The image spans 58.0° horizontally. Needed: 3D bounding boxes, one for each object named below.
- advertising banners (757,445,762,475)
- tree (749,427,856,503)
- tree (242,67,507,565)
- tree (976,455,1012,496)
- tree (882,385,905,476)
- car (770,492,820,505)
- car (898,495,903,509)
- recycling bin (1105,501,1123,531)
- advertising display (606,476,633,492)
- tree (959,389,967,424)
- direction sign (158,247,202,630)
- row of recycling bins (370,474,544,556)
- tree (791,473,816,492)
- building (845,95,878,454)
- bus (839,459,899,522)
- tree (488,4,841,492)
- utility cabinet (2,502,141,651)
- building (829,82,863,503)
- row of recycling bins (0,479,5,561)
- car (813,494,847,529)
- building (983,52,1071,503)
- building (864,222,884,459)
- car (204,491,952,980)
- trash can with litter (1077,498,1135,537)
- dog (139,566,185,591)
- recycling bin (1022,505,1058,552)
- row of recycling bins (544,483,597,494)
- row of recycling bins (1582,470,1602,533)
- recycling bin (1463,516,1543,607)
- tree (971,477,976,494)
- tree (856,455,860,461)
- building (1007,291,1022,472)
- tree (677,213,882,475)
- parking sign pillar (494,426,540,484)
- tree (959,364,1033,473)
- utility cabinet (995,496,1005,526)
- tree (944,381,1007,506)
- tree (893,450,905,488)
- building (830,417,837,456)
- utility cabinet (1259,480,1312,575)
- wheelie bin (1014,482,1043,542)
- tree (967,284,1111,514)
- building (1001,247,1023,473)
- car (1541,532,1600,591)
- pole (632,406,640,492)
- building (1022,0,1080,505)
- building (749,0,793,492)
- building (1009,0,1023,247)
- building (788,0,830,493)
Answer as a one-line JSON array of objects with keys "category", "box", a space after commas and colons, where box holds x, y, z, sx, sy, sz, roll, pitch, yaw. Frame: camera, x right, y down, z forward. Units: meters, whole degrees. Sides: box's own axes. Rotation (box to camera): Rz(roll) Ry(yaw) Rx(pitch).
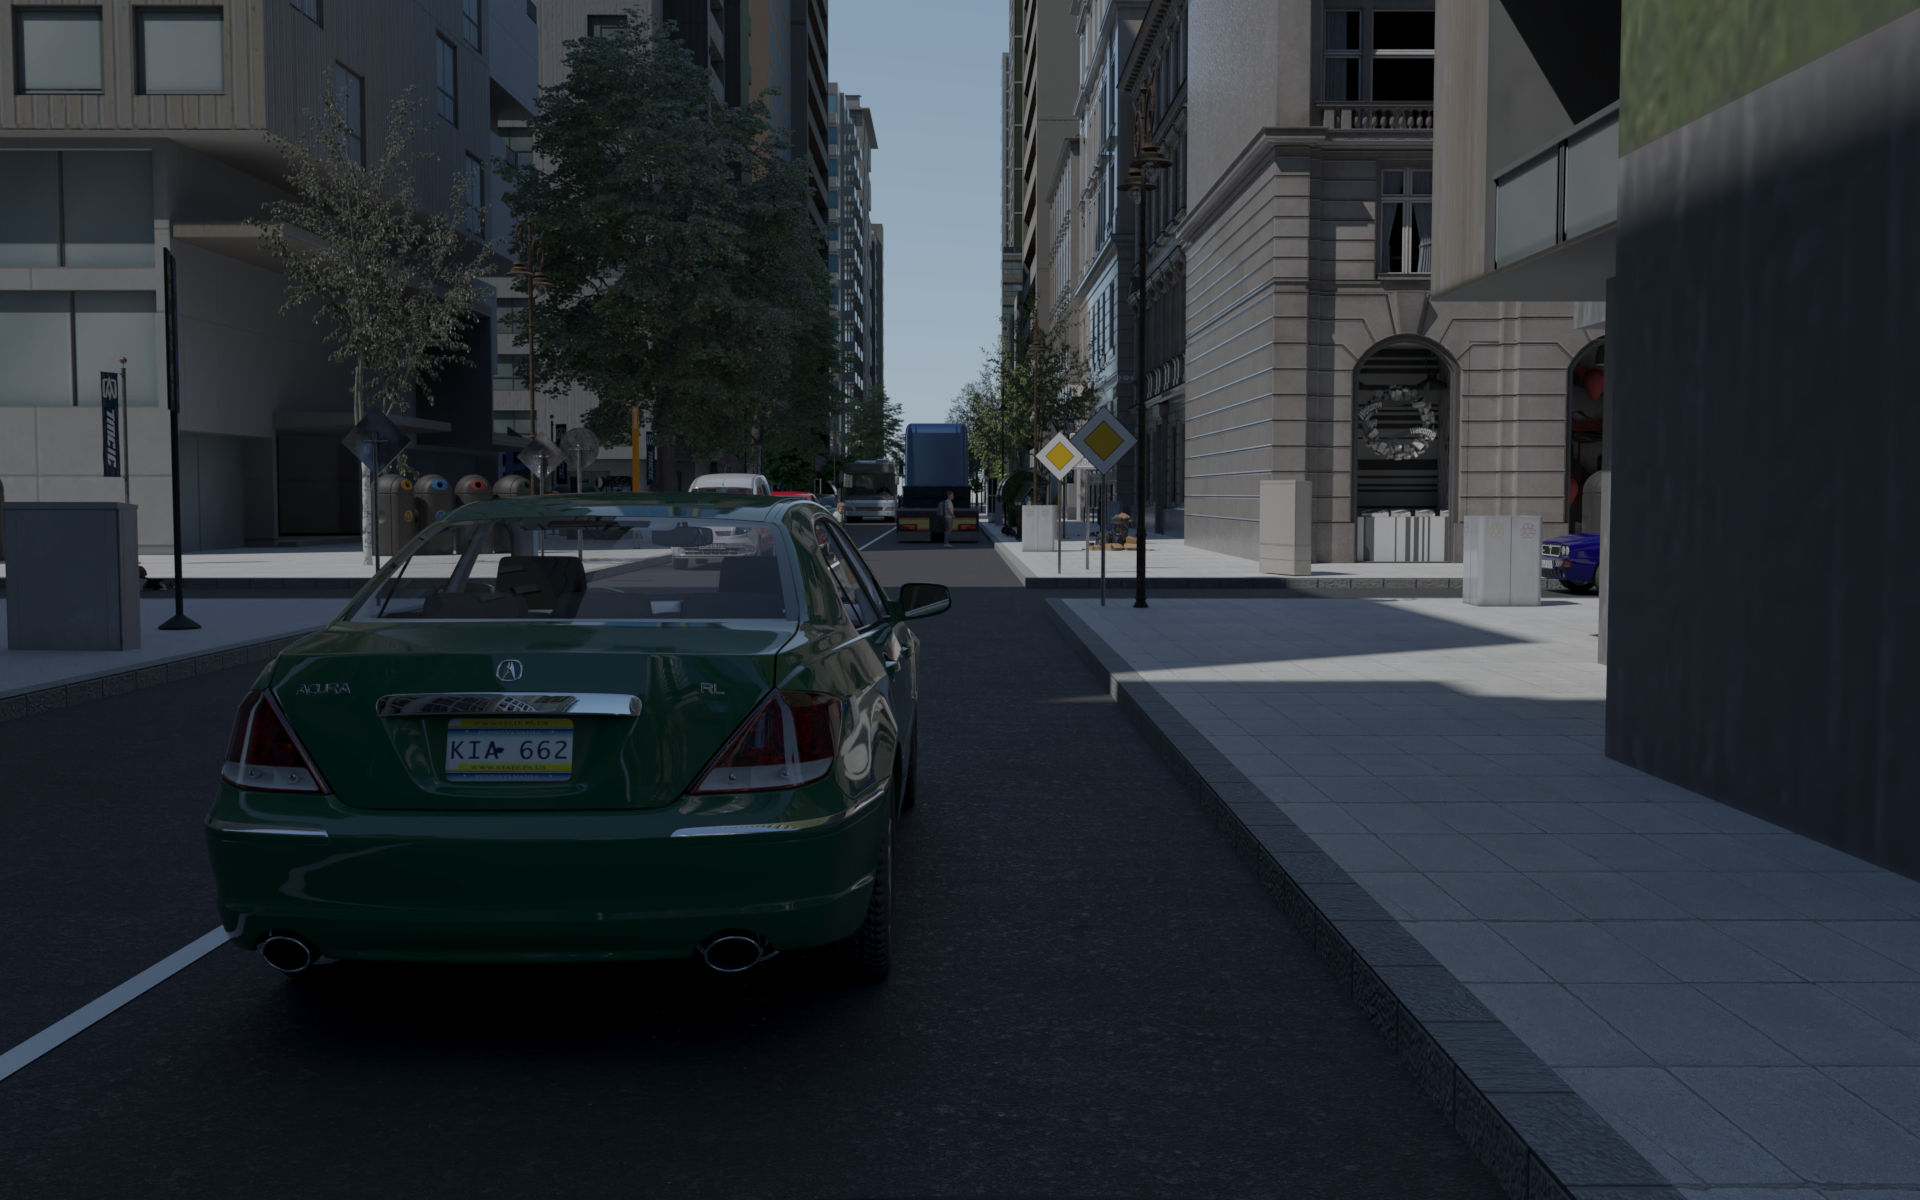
[{"category": "advertising banners", "box": [-7.313, -3.987, 61.382, 0.090, 3.025, 2.074, 1, 4, 10]}, {"category": "tree", "box": [-7.875, -5.775, 78.129, 4.285, 4.588, 4.351, 0, 3, 0]}, {"category": "tree", "box": [-10.422, -4.929, 30.958, 4.360, 8.622, 3.978, 0, 3, 0]}, {"category": "tree", "box": [1.950, -5.488, 84.333, 1.663, 3.219, 1.824, 0, 3, 0]}, {"category": "tree", "box": [-8.776, -15.916, 178.355, 7.486, 12.596, 7.792, 0, 3, 0]}, {"category": "car", "box": [-3.983, -1.833, 39.018, 2.155, 1.783, 4.494, 0, 4, 1]}, {"category": "car", "box": [-5.205, -9.663, 169.996, 2.014, 1.417, 4.499, 0, 4, 0]}, {"category": "recycling bin", "box": [5.311, -2.952, 60.815, 0.722, 1.027, 0.722, 1, 4, 13]}, {"category": "advertising display", "box": [-11.987, -3.411, 60.981, 0.974, 1.923, 0.123, 1, 4, 15]}, {"category": "tree", "box": [2.391, -7.870, 79.035, 4.737, 8.622, 4.395, 0, 3, 0]}, {"category": "direction sign", "box": [-7.425, -1.491, 16.377, 0.379, 3.537, 0.876, -1, 4, -19]}, {"category": "row of recycling bins", "box": [-10.776, -1.817, 36.822, 3.534, 1.692, 1.069, -3, 5, -39]}, {"category": "tree", "box": [-7.853, -5.596, 86.098, 1.663, 3.219, 1.824, 0, 3, 0]}, {"category": "building", "box": [-25.789, -39.380, 233.103, 28.713, 52.752, 27.495, 0, 4, 0]}, {"category": "bus", "box": [-4.607, -5.854, 90.573, 2.948, 3.499, 13.247, 0, 4, -2]}, {"category": "tree", "box": [-7.754, -8.519, 45.935, 9.857, 13.997, 8.962, 0, 3, 0]}, {"category": "utility cabinet", "box": [-7.328, -0.193, 14.311, 1.020, 1.237, 0.306, 0, 4, 7]}, {"category": "building", "box": [-23.034, -35.754, 204.183, 23.786, 49.044, 30.456, 0, 4, 0]}, {"category": "row of recycling bins", "box": [-18.749, -1.512, 31.831, 1.069, 1.692, 3.534, 0, 4, 1]}, {"category": "car", "box": [-5.016, -2.996, 60.784, 2.131, 1.459, 4.920, 0, 4, -1]}, {"category": "building", "box": [14.764, -57.046, 245.376, 22.319, 86.520, 31.000, 0, 4, 0]}, {"category": "building", "box": [-18.462, -34.918, 254.504, 14.154, 41.232, 14.086, 0, 4, 0]}, {"category": "car", "box": [-1.098, 0.322, 6.540, 2.131, 1.459, 4.920, 0, 3, 0]}, {"category": "trash can with litter", "box": [4.389, -2.559, 52.890, 1.678, 1.210, 2.233, 0, 4, -5]}, {"category": "dog", "box": [-11.958, -0.336, 25.691, 0.748, 0.427, 0.550, 0, 4, -4]}, {"category": "recycling bin", "box": [1.788, -1.600, 38.716, 0.722, 1.027, 0.722, 1, 4, 10]}, {"category": "row of recycling bins", "box": [-15.187, -3.472, 63.876, 3.534, 1.692, 1.069, -1, 4, -18]}, {"category": "row of recycling bins", "box": [12.216, -1.328, 28.820, 3.534, 1.692, 1.069, 1, 4, 22]}, {"category": "recycling bin", "box": [6.272, -0.458, 20.042, 0.722, 1.027, 0.722, 0, 4, 1]}, {"category": "tree", "box": [1.307, -9.194, 144.928, 1.663, 3.219, 1.824, 0, 3, 0]}, {"category": "tree", "box": [-8.031, -8.159, 117.107, 4.285, 4.588, 4.351, 0, 3, 0]}, {"category": "building", "box": [18.679, -19.373, 161.788, 27.650, 21.520, 28.899, 0, 4, 0]}, {"category": "tree", "box": [-7.727, -9.271, 69.711, 7.486, 12.596, 7.792, 0, 3, 0]}, {"category": "parking sign pillar", "box": [-17.367, -4.911, 68.764, 1.447, 3.967, 1.447, 1, 4, 9]}, {"category": "tree", "box": [2.065, -9.062, 98.524, 4.360, 8.622, 3.978, 0, 3, 0]}, {"category": "utility cabinet", "box": [1.940, -3.607, 70.142, 1.020, 1.237, 0.306, 1, 4, 18]}, {"category": "tree", "box": [1.721, -16.940, 187.344, 12.009, 13.543, 11.850, 0, 3, 0]}, {"category": "tree", "box": [-8.251, -18.791, 257.598, 4.737, 8.622, 4.395, 0, 3, 0]}, {"category": "building", "box": [-21.885, -51.420, 153.384, 22.319, 86.520, 31.000, 0, 4, 0]}, {"category": "utility cabinet", "box": [5.173, -1.151, 27.506, 0.318, 1.500, 1.173, -1, 4, -18]}, {"category": "wheelie bin", "box": [1.859, -2.380, 46.826, 0.693, 1.594, 0.980, -1, 4, -15]}, {"category": "tree", "box": [3.172, -6.807, 61.654, 4.737, 8.622, 4.395, 0, 3, 0]}, {"category": "building", "box": [11.832, -26.397, 203.285, 14.160, 30.474, 14.107, 0, 4, 0]}, {"category": "car", "box": [10.378, -0.758, 24.975, 3.894, 1.354, 1.945, 0, 3, 0]}, {"category": "pole", "box": [-7.544, -2.843, 40.330, 0.158, 3.312, 0.155, 0, 3, 0]}, {"category": "building", "box": [15.247, -30.059, 115.171, 21.300, 48.544, 21.600, 0, 4, 0]}, {"category": "building", "box": [-18.278, -28.134, 110.106, 14.600, 45.320, 14.200, 0, 4, 0]}, {"category": "building", "box": [14.525, -47.819, 220.085, 20.563, 71.187, 20.611, 0, 4, 0]}, {"category": "building", "box": [-21.082, -30.856, 128.204, 21.300, 48.544, 21.600, 0, 4, 0]}]
